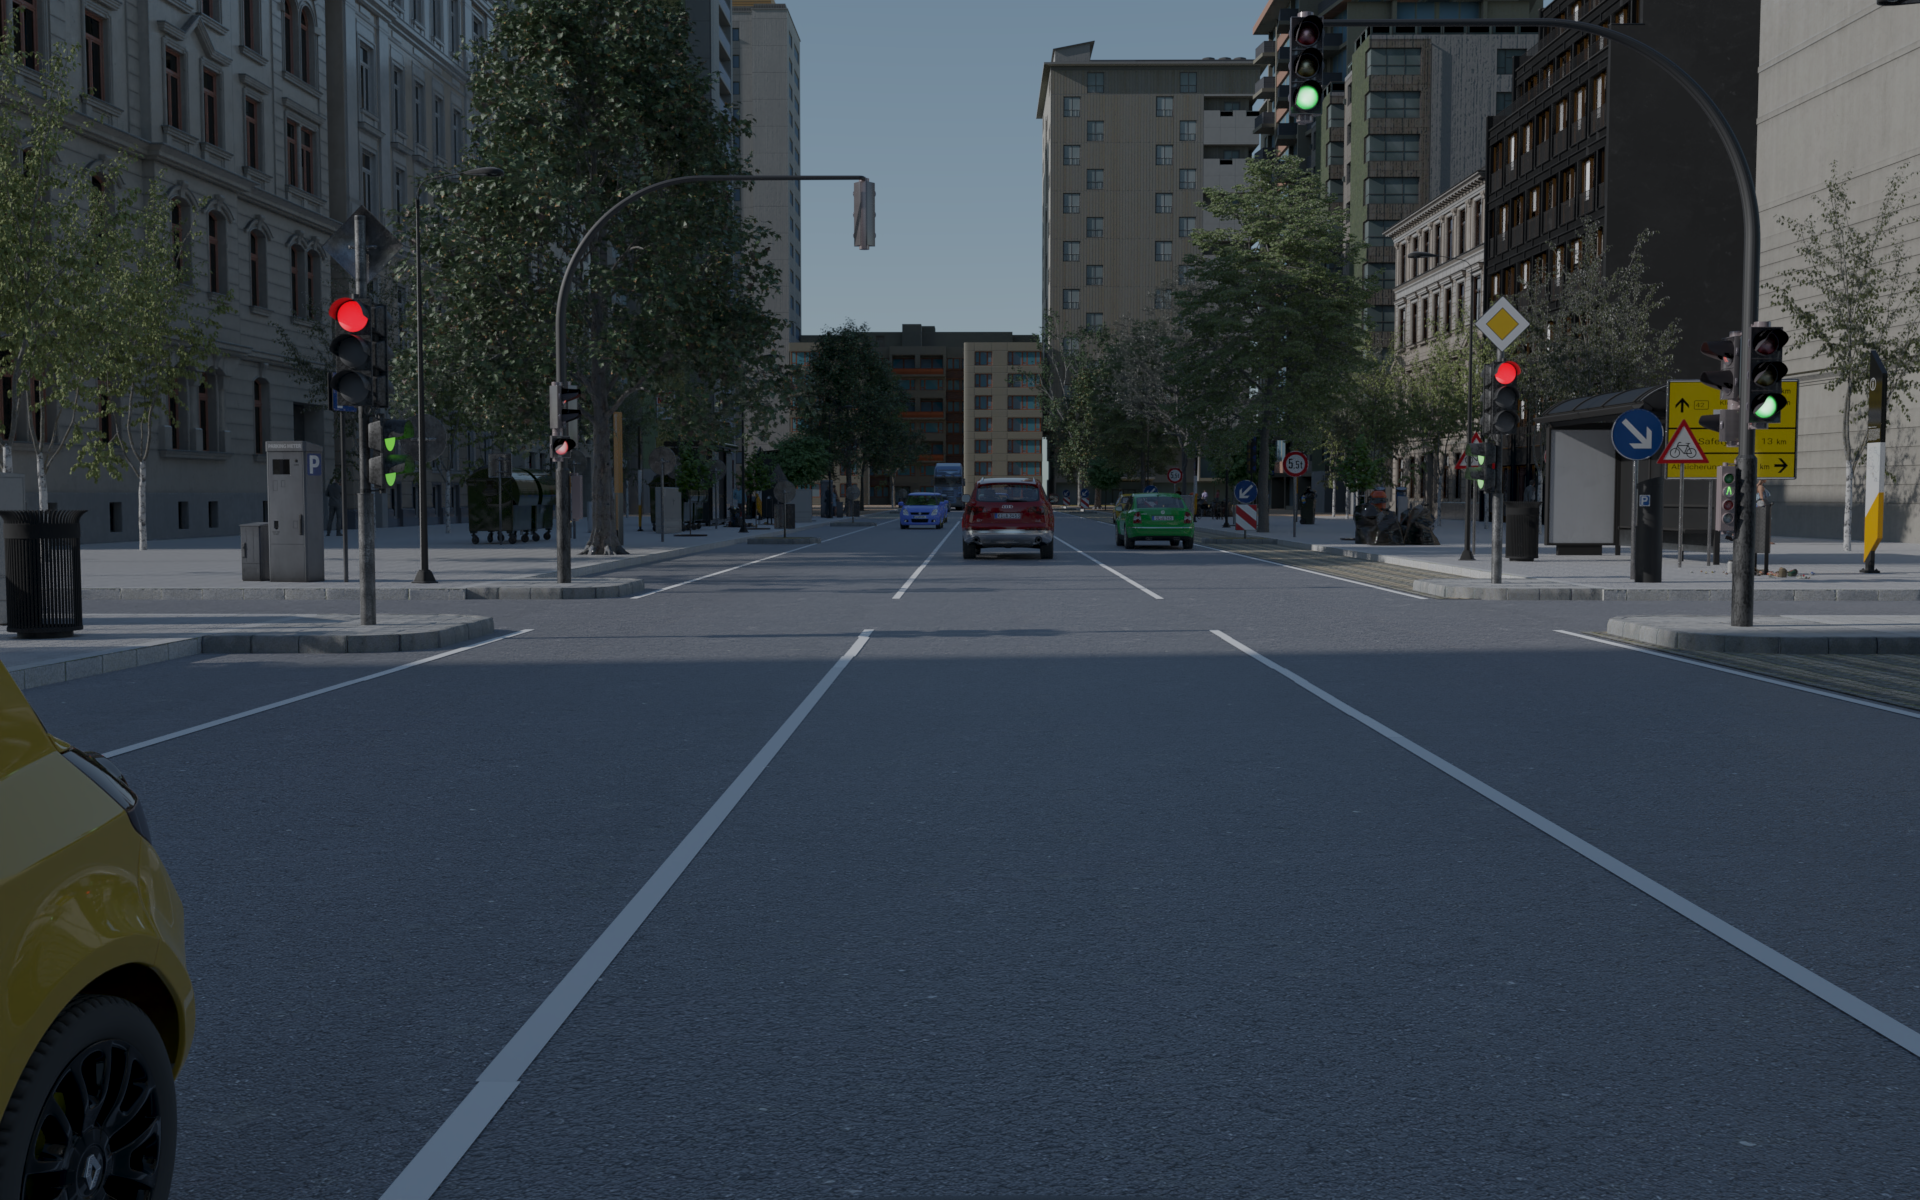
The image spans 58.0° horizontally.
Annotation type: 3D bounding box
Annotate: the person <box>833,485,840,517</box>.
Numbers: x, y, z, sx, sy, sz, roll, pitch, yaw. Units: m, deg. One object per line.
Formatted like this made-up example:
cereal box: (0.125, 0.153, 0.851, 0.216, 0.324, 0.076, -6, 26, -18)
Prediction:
person: (-7.090, -5.595, 97.610, 0.616, 1.811, 0.778, 2, 4, 24)

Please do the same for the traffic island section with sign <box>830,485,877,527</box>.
traffic island section with sign: (-4.736, -4.206, 77.392, 1.989, 1.847, 2.006, 0, 4, 1)

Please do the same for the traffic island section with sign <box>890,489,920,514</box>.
traffic island section with sign: (-4.118, -7.225, 126.751, 1.989, 1.847, 2.006, 0, 4, 1)

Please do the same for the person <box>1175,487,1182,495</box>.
person: (13.892, -6.299, 109.559, 1.217, 1.766, 0.721, 3, 4, 37)

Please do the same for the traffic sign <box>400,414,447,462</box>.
traffic sign: (-8.530, -1.677, 27.530, 0.768, 2.556, 0.104, 0, 4, 4)

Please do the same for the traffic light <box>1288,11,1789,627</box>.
traffic light: (5.476, -2.566, 16.617, 4.771, 5.953, 1.251, 0, 4, 1)

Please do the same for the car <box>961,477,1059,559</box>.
car: (1.133, -1.905, 39.812, 2.281, 1.827, 5.304, 0, 4, 3)

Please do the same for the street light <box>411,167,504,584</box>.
street light: (-7.176, -3.195, 24.779, 1.470, 5.913, 1.316, 0, 4, 1)

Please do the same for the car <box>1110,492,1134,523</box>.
car: (8.213, -4.438, 82.778, 2.015, 1.641, 3.980, 0, 4, 2)

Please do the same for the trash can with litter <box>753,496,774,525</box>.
trash can with litter: (-7.850, -3.701, 71.575, 1.678, 1.210, 2.233, -2, 4, -24)

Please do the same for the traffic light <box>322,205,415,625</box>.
traffic light: (-5.791, -1.710, 16.885, 0.839, 4.253, 0.868, 0, 4, 1)

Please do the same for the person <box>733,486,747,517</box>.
person: (-10.584, -4.724, 83.306, 0.660, 1.820, 0.620, 0, 4, -8)

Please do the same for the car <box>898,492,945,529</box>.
car: (-1.572, -3.809, 71.864, 1.945, 1.707, 3.694, 0, 4, 2)

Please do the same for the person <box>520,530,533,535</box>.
person: (-13.651, -2.946, 54.396, 0.537, 1.800, 0.526, 2, 4, 28)

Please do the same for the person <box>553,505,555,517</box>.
person: (-16.925, -4.002, 71.504, 0.581, 1.822, 0.654, 0, 4, -1)

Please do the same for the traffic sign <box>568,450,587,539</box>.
traffic sign: (-11.056, -3.027, 49.601, 0.768, 2.556, 0.104, 0, 4, 2)

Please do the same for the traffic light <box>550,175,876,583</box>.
traffic light: (-3.597, -3.071, 24.878, 4.771, 5.953, 1.251, 0, 4, 1)

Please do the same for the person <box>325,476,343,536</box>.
person: (-19.114, -2.885, 53.026, 0.655, 1.846, 0.447, 0, 4, 5)

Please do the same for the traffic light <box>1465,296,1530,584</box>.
traffic light: (7.671, -2.189, 24.716, 0.839, 4.253, 0.868, 0, 4, 1)

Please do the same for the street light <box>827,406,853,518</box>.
street light: (-6.305, -7.243, 90.964, 1.470, 5.913, 1.316, 0, 4, 1)

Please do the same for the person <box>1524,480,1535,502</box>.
person: (22.213, -3.749, 67.437, 0.850, 1.850, 0.679, 0, 4, 5)

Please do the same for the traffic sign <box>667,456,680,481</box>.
traffic sign: (-9.603, -3.579, 58.630, 0.768, 2.556, 0.104, 0, 4, 2)

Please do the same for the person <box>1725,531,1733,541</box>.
person: (21.282, -2.494, 47.095, 0.850, 1.792, 0.678, 1, 4, 19)

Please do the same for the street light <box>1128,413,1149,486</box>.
street light: (10.176, -7.715, 98.682, 1.470, 5.913, 1.316, 0, 4, 1)

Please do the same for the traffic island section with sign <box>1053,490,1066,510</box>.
traffic island section with sign: (9.371, -8.946, 154.901, 1.989, 1.847, 2.006, 0, 4, 1)

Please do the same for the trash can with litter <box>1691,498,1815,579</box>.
trash can with litter: (12.631, -0.989, 27.230, 1.678, 1.210, 2.233, 0, 4, 5)

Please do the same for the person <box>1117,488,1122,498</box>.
person: (15.161, -9.650, 163.911, 0.705, 1.814, 1.350, -1, 4, -9)

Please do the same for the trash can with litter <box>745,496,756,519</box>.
trash can with litter: (-10.829, -4.791, 89.716, 0.624, 1.170, 1.055, 0, 4, 7)

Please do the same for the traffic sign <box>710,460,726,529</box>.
traffic sign: (-8.997, -3.899, 63.849, 0.768, 2.556, 0.104, 0, 4, 1)

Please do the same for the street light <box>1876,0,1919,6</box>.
street light: (9.154, -2.666, 16.136, 1.470, 5.913, 1.316, 0, 4, 1)

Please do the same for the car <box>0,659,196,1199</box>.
car: (-2.356, 0.529, 1.570, 2.015, 1.641, 3.980, 0, 4, 3)

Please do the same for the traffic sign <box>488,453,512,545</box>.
traffic sign: (-11.548, -2.530, 43.500, 0.606, 2.300, 0.079, 0, 4, 5)

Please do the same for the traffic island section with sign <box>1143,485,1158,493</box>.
traffic island section with sign: (8.390, -4.229, 77.774, 1.989, 1.847, 2.006, 0, 4, 1)

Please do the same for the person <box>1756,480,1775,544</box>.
person: (20.278, -2.310, 43.914, 0.778, 1.811, 0.616, 1, 4, 19)

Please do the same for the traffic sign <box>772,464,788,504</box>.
traffic sign: (-7.765, -4.521, 73.924, 0.884, 2.594, 0.081, 0, 4, 6)

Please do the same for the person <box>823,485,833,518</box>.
person: (-7.024, -5.270, 92.621, 0.576, 1.772, 0.534, 1, 4, 22)

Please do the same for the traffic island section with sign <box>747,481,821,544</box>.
traffic island section with sign: (-5.077, -2.553, 50.376, 1.989, 1.847, 2.006, 0, 4, 1)

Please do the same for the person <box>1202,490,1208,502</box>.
person: (25.419, -10.479, 179.696, 0.709, 1.838, 0.599, 0, 4, 4)

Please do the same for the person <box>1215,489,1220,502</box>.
person: (25.038, -9.915, 168.880, 0.721, 1.743, 1.217, 2, 4, 28)

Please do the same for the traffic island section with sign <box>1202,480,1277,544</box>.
traffic island section with sign: (8.038, -2.534, 50.055, 1.989, 1.847, 2.006, 0, 4, 1)

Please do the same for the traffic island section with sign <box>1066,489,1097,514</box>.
traffic island section with sign: (9.013, -7.250, 127.161, 1.989, 1.847, 2.006, 0, 4, 1)

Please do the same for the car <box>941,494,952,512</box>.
car: (-1.653, -7.695, 137.813, 2.014, 1.417, 4.499, 0, 4, 1)

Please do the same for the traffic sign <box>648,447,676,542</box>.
traffic sign: (-7.984, -2.833, 46.418, 0.768, 2.556, 0.104, 1, 4, 8)

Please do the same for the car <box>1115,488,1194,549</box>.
car: (5.191, -2.307, 46.509, 1.959, 1.807, 4.718, 0, 3, 0)

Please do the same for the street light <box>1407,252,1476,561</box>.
street light: (9.268, -3.718, 33.333, 1.470, 5.913, 1.316, 0, 4, 1)

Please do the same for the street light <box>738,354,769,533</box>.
street light: (-6.662, -5.193, 57.452, 1.470, 5.913, 1.316, 0, 4, 1)

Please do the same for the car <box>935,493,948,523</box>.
car: (-1.523, -4.703, 86.492, 1.945, 1.707, 3.694, 0, 4, 2)

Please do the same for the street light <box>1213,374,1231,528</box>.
street light: (9.640, -5.717, 66.008, 1.470, 5.913, 1.316, 0, 4, 1)
